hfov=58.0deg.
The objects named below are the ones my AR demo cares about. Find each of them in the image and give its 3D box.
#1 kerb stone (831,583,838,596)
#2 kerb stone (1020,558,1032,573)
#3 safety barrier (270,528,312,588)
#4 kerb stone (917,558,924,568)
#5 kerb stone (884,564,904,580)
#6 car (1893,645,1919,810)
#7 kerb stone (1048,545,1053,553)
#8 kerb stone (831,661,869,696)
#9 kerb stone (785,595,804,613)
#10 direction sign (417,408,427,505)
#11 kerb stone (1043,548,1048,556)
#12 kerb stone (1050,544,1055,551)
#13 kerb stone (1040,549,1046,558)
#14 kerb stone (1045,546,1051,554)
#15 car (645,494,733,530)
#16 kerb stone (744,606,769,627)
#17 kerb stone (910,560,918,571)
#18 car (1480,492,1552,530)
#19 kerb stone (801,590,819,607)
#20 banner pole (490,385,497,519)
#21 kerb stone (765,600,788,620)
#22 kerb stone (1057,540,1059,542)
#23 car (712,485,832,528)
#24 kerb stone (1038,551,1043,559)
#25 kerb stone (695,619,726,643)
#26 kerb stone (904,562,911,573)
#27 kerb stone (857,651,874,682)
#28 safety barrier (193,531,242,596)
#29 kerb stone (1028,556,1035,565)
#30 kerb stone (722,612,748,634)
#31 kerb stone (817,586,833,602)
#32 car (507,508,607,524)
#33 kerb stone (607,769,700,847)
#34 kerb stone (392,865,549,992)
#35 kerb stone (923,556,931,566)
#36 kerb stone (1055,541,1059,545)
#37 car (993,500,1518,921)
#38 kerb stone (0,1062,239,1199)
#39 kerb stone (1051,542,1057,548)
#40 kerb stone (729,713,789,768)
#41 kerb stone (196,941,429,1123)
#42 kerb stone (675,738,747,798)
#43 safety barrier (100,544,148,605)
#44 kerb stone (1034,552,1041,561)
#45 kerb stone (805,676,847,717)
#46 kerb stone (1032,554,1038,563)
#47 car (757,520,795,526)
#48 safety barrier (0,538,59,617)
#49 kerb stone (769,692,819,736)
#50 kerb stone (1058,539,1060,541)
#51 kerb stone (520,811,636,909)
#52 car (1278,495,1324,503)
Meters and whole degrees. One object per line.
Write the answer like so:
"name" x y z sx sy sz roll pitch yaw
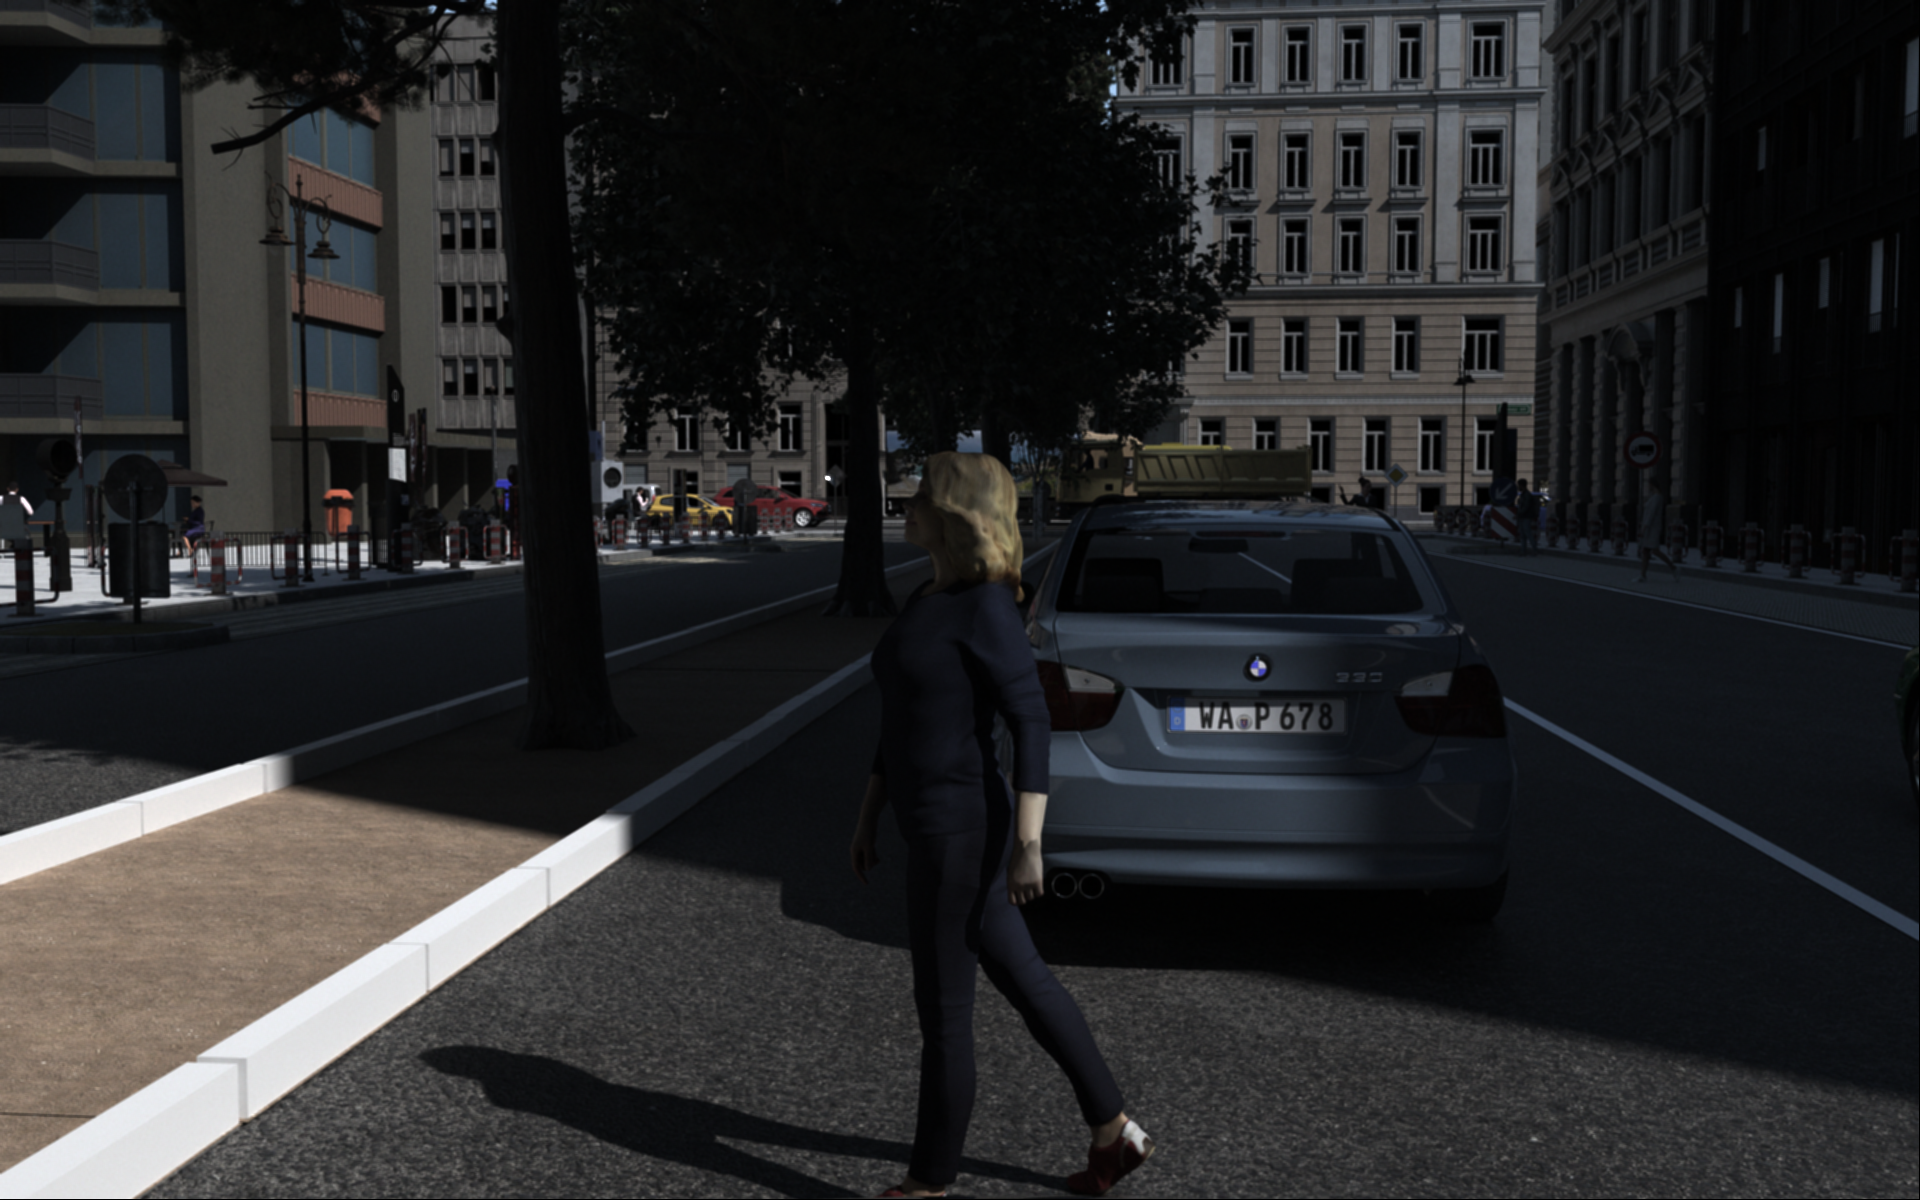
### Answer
"kerb stone" -1.772 -0.116 24.099 0.120 0.150 1.000 0 4 6
"kerb stone" 1.235 -0.663 33.038 0.120 0.150 1.000 0 4 6
"safety barrier" -9.198 -0.584 23.830 0.300 0.817 1.120 0 4 6
"kerb stone" -0.857 -0.678 33.308 0.120 0.150 1.000 0 4 6
"kerb stone" -1.152 -0.492 30.237 0.120 0.150 1.000 0 4 6
"car" 4.805 0.187 5.747 1.959 1.807 4.718 0 4 6
"kerb stone" 2.065 -1.165 41.237 0.120 0.150 1.000 0 4 6
"kerb stone" -0.816 0.587 12.605 0.120 0.150 1.000 0 4 6
"kerb stone" -2.077 0.072 21.026 0.120 0.150 1.000 0 4 6
"direction sign" -14.228 -3.296 45.891 0.379 3.537 0.876 -2 4 -31
"kerb stone" 1.850 -1.039 39.186 0.120 0.150 1.000 0 4 6
"kerb stone" 2.168 -1.227 42.264 0.120 0.150 1.000 0 4 6
"kerb stone" 1.748 -0.977 38.165 0.120 0.150 1.000 0 4 6
"kerb stone" 1.963 -1.102 40.217 0.120 0.150 1.000 0 4 6
"car" -10.574 -3.605 69.168 3.980 1.641 2.015 0 4 4
"kerb stone" -2.288 0.197 18.979 0.120 0.150 1.000 0 4 6
"kerb stone" -0.948 -0.617 32.287 0.120 0.150 1.000 0 4 6
"car" 19.910 -3.068 59.747 3.694 1.707 1.945 0 4 4
"kerb stone" -1.981 0.009 22.054 0.120 0.150 1.000 0 4 6
"banner pole" -10.810 -3.073 40.266 0.401 3.779 0.863 -1 4 -8
"kerb stone" -2.179 0.134 20.003 0.120 0.150 1.000 0 4 6
"kerb stone" 2.466 -1.415 45.332 0.120 0.150 1.000 0 4 6
"car" -8.201 -4.058 75.013 5.304 1.827 2.281 0 4 7
"kerb stone" 1.640 -0.914 37.138 0.120 0.150 1.000 0 4 6
"kerb stone" -2.490 0.322 16.937 0.120 0.150 1.000 0 4 6
"kerb stone" -1.050 -0.546 31.268 0.120 0.150 1.000 0 4 6
"kerb stone" -0.704 0.524 13.630 0.120 0.150 1.000 0 4 6
"safety barrier" -9.389 -0.467 21.917 0.300 0.817 1.120 0 4 6
"kerb stone" 1.334 -0.726 34.058 0.120 0.150 1.000 0 4 6
"kerb stone" -2.392 0.261 17.957 0.120 0.150 1.000 0 4 6
"kerb stone" -1.878 -0.054 23.078 0.120 0.150 1.000 0 4 6
"car" -16.314 -3.537 70.410 3.894 1.354 1.945 0 4 6
"kerb stone" -1.323 0.899 7.502 0.120 0.150 1.000 0 4 6
"kerb stone" -1.531 1.028 5.464 0.120 0.150 1.000 0 4 6
"kerb stone" -0.749 -0.742 34.327 0.120 0.150 1.000 0 4 6
"kerb stone" 2.374 -1.353 44.311 0.120 0.150 1.000 0 4 6
"car" 1.085 0.295 7.179 2.014 1.417 4.499 0 4 6
"kerb stone" -1.739 1.151 3.421 0.120 0.150 1.000 0 4 6
"kerb stone" 2.269 -1.288 43.289 0.120 0.150 1.000 0 4 6
"kerb stone" -1.114 0.774 9.543 0.120 0.150 1.000 0 4 6
"kerb stone" -1.631 1.086 4.444 0.120 0.150 1.000 0 4 6
"kerb stone" -1.230 0.838 8.525 0.120 0.150 1.000 0 4 6
"safety barrier" -9.584 -0.351 20.010 0.300 0.817 1.120 0 4 6
"kerb stone" 1.549 -0.851 36.113 0.120 0.150 1.000 0 4 6
"kerb stone" -0.914 0.650 11.583 0.120 0.150 1.000 0 4 6
"kerb stone" 1.443 -0.786 35.082 0.120 0.150 1.000 0 4 6
"car" -9.257 -4.237 79.069 4.222 1.686 2.009 0 4 4
"safety barrier" -9.771 -0.233 18.092 0.300 0.817 1.120 0 4 6
"kerb stone" -1.024 0.711 10.564 0.120 0.150 1.000 0 4 6
"kerb stone" 2.576 -1.478 46.359 0.120 0.150 1.000 0 4 6
"kerb stone" -1.424 0.968 6.483 0.120 0.150 1.000 0 4 6
"car" 13.630 -3.601 68.665 4.222 1.686 2.009 0 4 5
